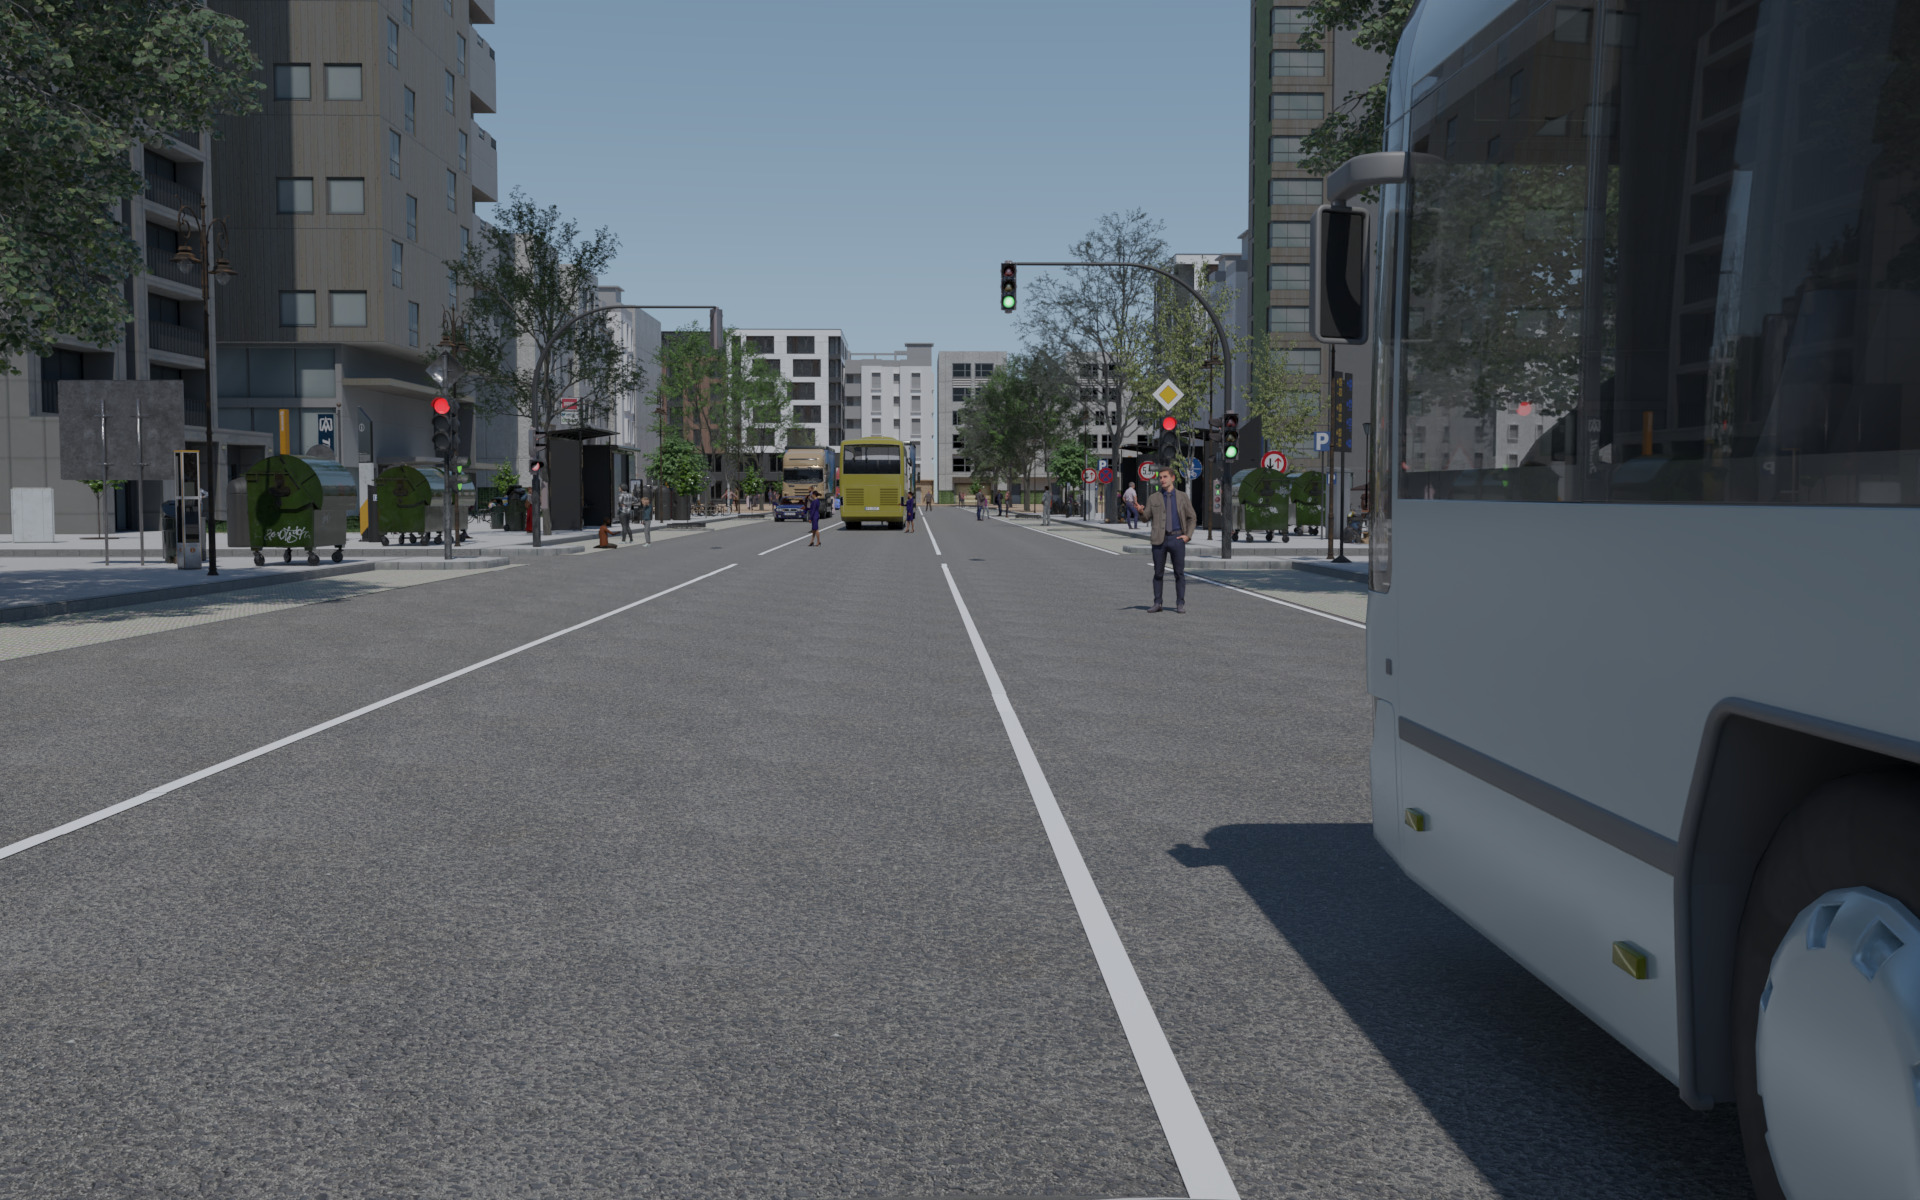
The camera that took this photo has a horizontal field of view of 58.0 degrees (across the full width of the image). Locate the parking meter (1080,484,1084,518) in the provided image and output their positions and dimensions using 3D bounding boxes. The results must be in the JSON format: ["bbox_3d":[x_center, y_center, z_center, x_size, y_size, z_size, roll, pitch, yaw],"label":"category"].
[{"bbox_3d":[6.771,-5.451,94.828,0.255,1.863,0.399,2,4,34],"label":"parking meter"}]

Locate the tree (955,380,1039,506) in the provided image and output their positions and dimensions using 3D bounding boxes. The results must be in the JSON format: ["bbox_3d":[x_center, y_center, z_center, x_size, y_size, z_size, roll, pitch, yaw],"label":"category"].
[{"bbox_3d":[4.111,-17.519,193.083,9.857,13.997,8.962,0,3,0],"label":"tree"}]

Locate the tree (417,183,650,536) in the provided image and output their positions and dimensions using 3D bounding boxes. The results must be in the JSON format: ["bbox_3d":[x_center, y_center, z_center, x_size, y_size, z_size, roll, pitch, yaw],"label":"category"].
[{"bbox_3d":[-13.066,-7.265,53.192,7.601,10.594,8.767,-3,5,-44],"label":"tree"}]

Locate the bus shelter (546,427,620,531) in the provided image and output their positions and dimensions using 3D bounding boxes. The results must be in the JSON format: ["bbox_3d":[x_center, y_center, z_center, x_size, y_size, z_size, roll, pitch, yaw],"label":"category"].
[{"bbox_3d":[-13.785,-4.409,63.377,1.731,3.624,6.357,0,4,-2],"label":"bus shelter"}]

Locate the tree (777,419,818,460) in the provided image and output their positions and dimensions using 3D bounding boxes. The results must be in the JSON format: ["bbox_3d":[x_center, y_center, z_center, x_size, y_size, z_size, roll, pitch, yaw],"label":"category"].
[{"bbox_3d":[-15.520,-13.164,165.598,4.360,8.622,3.978,0,3,0],"label":"tree"}]

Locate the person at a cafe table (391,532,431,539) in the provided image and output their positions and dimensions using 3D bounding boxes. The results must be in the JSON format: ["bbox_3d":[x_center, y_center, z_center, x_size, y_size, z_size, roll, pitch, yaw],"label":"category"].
[{"bbox_3d":[-16.034,-2.385,49.859,1.726,1.238,1.698,-1,4,-18],"label":"person at a cafe table"}]

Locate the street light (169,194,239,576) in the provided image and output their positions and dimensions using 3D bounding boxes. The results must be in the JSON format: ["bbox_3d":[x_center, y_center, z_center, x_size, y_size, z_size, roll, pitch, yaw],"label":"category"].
[{"bbox_3d":[-11.776,-3.323,27.120,0.468,5.910,1.993,0,4,-2],"label":"street light"}]

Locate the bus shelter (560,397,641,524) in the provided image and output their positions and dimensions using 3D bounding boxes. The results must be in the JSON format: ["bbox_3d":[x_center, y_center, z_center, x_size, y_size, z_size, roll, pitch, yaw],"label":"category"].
[{"bbox_3d":[-15.505,-5.922,74.451,2.179,5.291,8.768,0,4,-1],"label":"bus shelter"}]

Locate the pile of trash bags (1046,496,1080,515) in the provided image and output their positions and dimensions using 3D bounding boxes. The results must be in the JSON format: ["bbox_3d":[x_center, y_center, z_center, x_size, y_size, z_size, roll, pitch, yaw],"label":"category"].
[{"bbox_3d":[6.087,-5.916,106.483,1.912,1.369,3.447,2,4,29],"label":"pile of trash bags"}]

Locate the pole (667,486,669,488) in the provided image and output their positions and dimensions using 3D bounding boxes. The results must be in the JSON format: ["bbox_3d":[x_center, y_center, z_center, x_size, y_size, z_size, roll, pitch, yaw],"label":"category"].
[{"bbox_3d":[-16.481,-6.335,97.426,0.158,3.312,0.155,0,3,0],"label":"pole"}]

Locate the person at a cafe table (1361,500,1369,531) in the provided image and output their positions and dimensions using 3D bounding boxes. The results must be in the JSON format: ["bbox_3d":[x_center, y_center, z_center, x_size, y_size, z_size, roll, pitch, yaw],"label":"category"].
[{"bbox_3d":[14.202,-2.969,59.396,1.698,1.238,1.726,1,4,14],"label":"person at a cafe table"}]

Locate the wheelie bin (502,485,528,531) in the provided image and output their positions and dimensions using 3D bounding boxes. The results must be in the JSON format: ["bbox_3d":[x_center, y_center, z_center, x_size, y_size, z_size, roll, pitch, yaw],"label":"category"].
[{"bbox_3d":[-15.337,-3.178,59.870,0.693,1.594,0.980,2,4,28],"label":"wheelie bin"}]

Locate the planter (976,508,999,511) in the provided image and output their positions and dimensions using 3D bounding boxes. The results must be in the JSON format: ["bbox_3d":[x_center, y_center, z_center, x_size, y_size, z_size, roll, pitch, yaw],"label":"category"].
[{"bbox_3d":[2.319,-7.536,144.349,1.991,0.319,1.994,0,4,-2],"label":"planter"}]

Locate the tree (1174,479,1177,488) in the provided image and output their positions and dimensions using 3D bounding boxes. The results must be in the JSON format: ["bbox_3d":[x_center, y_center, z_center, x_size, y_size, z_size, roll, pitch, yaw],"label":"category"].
[{"bbox_3d":[13.509,-6.718,104.434,1.663,3.219,1.824,0,3,0],"label":"tree"}]

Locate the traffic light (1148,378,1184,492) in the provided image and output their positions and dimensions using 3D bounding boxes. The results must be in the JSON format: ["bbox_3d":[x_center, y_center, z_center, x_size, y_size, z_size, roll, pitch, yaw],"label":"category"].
[{"bbox_3d":[5.030,-3.256,42.164,0.839,4.253,0.868,0,4,-2],"label":"traffic light"}]

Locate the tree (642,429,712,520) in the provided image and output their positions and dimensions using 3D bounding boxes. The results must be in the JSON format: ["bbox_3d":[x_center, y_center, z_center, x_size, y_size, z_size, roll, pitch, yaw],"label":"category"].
[{"bbox_3d":[-14.215,-6.339,87.352,4.285,4.588,4.351,0,3,0],"label":"tree"}]

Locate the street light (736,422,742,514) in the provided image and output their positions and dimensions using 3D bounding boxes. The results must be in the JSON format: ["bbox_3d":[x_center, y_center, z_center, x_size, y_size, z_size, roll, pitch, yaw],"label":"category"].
[{"bbox_3d":[-14.200,-8.465,111.189,0.468,5.910,1.993,0,4,-2],"label":"street light"}]

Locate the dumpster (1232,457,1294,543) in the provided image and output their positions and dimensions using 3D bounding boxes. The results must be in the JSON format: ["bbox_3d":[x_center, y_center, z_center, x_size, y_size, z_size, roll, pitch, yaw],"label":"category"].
[{"bbox_3d":[7.966,-2.663,46.028,1.502,2.255,1.985,0,4,-1],"label":"dumpster"}]

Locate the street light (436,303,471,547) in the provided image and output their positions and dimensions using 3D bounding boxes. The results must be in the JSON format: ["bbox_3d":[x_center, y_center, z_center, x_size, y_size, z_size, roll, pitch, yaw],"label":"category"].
[{"bbox_3d":[-12.273,-4.241,42.123,0.468,5.910,1.993,0,4,-2],"label":"street light"}]

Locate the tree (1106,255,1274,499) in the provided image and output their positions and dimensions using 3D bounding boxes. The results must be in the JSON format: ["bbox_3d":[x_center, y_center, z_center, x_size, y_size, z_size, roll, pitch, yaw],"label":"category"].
[{"bbox_3d":[6.737,-6.268,52.849,4.737,8.622,4.395,0,3,0],"label":"tree"}]

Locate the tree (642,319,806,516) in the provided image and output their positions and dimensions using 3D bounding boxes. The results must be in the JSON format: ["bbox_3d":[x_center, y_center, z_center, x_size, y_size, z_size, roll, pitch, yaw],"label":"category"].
[{"bbox_3d":[-14.805,-10.786,102.113,9.928,11.665,9.643,0,3,0],"label":"tree"}]

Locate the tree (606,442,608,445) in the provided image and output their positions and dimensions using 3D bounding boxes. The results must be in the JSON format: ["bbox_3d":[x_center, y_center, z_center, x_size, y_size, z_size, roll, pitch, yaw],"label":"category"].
[{"bbox_3d":[-22.207,-7.682,109.317,4.285,4.588,4.351,0,3,0],"label":"tree"}]

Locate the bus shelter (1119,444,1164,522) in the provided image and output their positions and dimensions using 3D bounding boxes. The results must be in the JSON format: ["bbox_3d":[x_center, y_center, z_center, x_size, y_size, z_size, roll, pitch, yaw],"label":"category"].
[{"bbox_3d":[8.643,-5.656,83.758,1.731,3.624,6.357,0,4,-2],"label":"bus shelter"}]

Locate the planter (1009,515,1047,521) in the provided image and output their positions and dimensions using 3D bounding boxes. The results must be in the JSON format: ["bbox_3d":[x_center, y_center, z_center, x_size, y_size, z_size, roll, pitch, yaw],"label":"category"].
[{"bbox_3d":[3.672,-4.461,94.080,1.991,0.319,1.994,0,4,-2],"label":"planter"}]

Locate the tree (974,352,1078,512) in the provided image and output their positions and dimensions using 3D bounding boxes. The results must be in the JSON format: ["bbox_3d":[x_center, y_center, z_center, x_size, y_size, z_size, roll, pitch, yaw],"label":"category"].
[{"bbox_3d":[4.861,-12.149,124.397,9.928,11.665,9.643,0,3,0],"label":"tree"}]

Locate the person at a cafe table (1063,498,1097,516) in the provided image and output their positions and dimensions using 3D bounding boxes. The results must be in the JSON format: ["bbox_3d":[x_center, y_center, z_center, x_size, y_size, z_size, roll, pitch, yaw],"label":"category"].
[{"bbox_3d":[7.329,-5.672,103.604,1.726,1.238,1.698,2,4,29],"label":"person at a cafe table"}]

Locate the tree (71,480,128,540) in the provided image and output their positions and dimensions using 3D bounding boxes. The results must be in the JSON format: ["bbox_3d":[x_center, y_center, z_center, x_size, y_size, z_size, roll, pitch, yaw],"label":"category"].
[{"bbox_3d":[-24.311,-3.334,49.118,1.663,3.219,1.824,0,3,0],"label":"tree"}]

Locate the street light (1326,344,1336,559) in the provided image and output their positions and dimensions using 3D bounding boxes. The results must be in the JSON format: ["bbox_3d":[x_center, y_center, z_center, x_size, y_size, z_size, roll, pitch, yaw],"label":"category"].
[{"bbox_3d":[7.286,-3.736,33.872,0.468,5.910,1.993,0,4,-2],"label":"street light"}]

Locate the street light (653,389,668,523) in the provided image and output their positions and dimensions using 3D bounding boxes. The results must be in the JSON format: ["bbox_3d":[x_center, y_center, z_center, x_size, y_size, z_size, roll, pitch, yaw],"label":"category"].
[{"bbox_3d":[-13.158,-6.325,76.201,0.468,5.910,1.993,0,4,-2],"label":"street light"}]

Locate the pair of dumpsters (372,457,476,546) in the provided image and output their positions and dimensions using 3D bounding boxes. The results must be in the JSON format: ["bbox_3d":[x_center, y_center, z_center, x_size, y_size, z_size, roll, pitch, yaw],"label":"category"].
[{"bbox_3d":[-13.709,-2.560,44.349,1.574,2.255,4.437,0,4,-1],"label":"pair of dumpsters"}]

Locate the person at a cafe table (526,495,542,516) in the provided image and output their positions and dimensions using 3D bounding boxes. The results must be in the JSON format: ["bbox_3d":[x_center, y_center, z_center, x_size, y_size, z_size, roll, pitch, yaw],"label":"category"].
[{"bbox_3d":[-25.669,-5.693,103.947,1.726,1.238,1.698,0,4,-5],"label":"person at a cafe table"}]

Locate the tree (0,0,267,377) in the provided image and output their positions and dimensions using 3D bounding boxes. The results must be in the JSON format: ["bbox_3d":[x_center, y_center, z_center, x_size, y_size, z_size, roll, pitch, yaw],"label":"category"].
[{"bbox_3d":[-12.074,-6.832,18.364,9.857,13.997,8.962,0,3,0],"label":"tree"}]

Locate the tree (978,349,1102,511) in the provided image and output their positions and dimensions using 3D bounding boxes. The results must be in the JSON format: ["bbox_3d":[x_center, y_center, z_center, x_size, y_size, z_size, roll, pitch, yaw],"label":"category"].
[{"bbox_3d":[5.473,-10.657,108.652,7.601,10.594,8.767,3,4,36],"label":"tree"}]

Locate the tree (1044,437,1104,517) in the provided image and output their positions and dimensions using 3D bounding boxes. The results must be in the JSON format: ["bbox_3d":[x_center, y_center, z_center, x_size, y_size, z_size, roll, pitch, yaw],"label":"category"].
[{"bbox_3d":[6.323,-6.959,97.491,4.285,4.588,4.351,0,3,0],"label":"tree"}]

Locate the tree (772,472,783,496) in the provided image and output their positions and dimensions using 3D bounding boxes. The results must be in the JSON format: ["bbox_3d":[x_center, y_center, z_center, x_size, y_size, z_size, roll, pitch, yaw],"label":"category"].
[{"bbox_3d":[-15.591,-9.519,150.240,1.663,3.219,1.824,0,3,0],"label":"tree"}]

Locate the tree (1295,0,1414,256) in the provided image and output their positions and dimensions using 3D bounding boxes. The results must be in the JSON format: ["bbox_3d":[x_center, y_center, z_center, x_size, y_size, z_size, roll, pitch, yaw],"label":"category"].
[{"bbox_3d":[8.899,-7.062,22.125,9.857,13.997,8.962,0,3,0],"label":"tree"}]

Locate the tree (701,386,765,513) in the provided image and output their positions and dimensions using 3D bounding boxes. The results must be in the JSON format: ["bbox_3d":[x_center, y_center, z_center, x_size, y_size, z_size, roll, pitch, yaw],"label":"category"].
[{"bbox_3d":[-15.102,-10.045,114.598,4.360,8.622,3.978,0,3,0],"label":"tree"}]

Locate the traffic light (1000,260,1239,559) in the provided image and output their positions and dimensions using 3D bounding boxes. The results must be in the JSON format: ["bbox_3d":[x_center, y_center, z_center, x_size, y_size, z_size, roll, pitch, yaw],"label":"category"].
[{"bbox_3d":[3.156,-3.628,33.984,4.771,5.953,1.251,0,4,-2],"label":"traffic light"}]

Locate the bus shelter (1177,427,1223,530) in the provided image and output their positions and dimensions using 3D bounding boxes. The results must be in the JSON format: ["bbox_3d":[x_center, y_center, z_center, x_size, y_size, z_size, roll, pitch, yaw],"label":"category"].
[{"bbox_3d":[8.996,-4.454,64.105,1.731,3.624,6.357,0,4,-2],"label":"bus shelter"}]

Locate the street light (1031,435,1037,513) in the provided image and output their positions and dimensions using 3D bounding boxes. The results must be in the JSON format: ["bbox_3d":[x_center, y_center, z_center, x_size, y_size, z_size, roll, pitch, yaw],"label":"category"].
[{"bbox_3d":[5.047,-8.795,116.583,0.468,5.910,1.993,0,4,-2],"label":"street light"}]

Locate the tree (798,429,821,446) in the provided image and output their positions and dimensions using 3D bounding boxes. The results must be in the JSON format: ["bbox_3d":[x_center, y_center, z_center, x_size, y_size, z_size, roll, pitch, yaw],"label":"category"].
[{"bbox_3d":[-16.467,-14.891,193.826,4.737,8.622,4.395,0,3,0],"label":"tree"}]

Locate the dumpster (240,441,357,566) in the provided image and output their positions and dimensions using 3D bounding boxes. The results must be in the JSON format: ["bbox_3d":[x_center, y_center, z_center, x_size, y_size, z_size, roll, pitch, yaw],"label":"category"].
[{"bbox_3d":[-12.001,-1.771,31.446,1.502,2.255,1.985,0,4,-2],"label":"dumpster"}]

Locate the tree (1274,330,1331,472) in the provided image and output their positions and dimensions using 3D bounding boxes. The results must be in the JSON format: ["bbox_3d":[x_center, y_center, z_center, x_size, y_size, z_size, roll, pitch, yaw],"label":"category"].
[{"bbox_3d":[14.231,-7.738,76.880,4.737,8.622,4.395,0,3,0],"label":"tree"}]

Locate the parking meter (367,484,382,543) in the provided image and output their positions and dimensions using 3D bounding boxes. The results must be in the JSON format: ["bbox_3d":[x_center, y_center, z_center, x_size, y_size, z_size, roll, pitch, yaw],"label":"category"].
[{"bbox_3d":[-15.504,-2.294,45.921,0.372,1.533,0.369,0,3,0],"label":"parking meter"}]

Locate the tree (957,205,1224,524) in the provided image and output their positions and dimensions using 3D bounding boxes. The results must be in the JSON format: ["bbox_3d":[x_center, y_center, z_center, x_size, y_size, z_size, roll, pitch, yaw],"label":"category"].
[{"bbox_3d":[6.696,-10.007,73.992,12.009,13.543,11.850,0,3,0],"label":"tree"}]

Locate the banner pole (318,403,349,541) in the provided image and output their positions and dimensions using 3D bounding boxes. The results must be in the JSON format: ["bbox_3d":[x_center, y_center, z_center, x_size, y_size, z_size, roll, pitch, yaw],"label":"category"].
[{"bbox_3d":[-17.220,-3.517,47.524,0.863,3.779,0.401,1,4,9],"label":"banner pole"}]

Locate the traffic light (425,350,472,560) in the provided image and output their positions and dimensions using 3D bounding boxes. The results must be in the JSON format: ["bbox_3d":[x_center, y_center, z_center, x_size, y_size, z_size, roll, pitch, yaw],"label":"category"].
[{"bbox_3d":[-9.991,-2.742,33.757,0.839,4.253,0.868,0,4,-2],"label":"traffic light"}]

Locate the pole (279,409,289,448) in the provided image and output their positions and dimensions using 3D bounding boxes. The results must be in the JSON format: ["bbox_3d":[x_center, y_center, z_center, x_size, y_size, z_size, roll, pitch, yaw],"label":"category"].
[{"bbox_3d":[-16.288,-2.935,41.833,0.158,3.312,0.155,0,3,0],"label":"pole"}]

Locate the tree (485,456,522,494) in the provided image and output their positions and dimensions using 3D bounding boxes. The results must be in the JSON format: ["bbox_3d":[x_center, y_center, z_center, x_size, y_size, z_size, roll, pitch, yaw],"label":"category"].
[{"bbox_3d":[-23.076,-5.735,88.369,1.663,3.219,1.824,0,3,0],"label":"tree"}]

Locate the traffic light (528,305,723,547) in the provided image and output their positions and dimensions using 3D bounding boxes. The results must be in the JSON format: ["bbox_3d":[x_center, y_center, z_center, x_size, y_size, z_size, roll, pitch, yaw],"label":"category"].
[{"bbox_3d":[-8.117,-4.108,41.830,4.771,5.953,1.251,0,4,-2],"label":"traffic light"}]

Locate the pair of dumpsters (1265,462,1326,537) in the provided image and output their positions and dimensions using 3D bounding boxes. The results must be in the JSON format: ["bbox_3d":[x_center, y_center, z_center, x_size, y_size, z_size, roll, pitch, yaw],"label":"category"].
[{"bbox_3d":[10.608,-3.162,54.194,1.574,2.255,4.437,0,4,-2],"label":"pair of dumpsters"}]

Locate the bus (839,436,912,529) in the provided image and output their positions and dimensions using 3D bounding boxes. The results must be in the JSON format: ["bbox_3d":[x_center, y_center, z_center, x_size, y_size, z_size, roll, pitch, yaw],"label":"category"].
[{"bbox_3d":[-3.518,-4.992,73.160,2.896,3.916,12.252,0,4,-1],"label":"bus"}]
